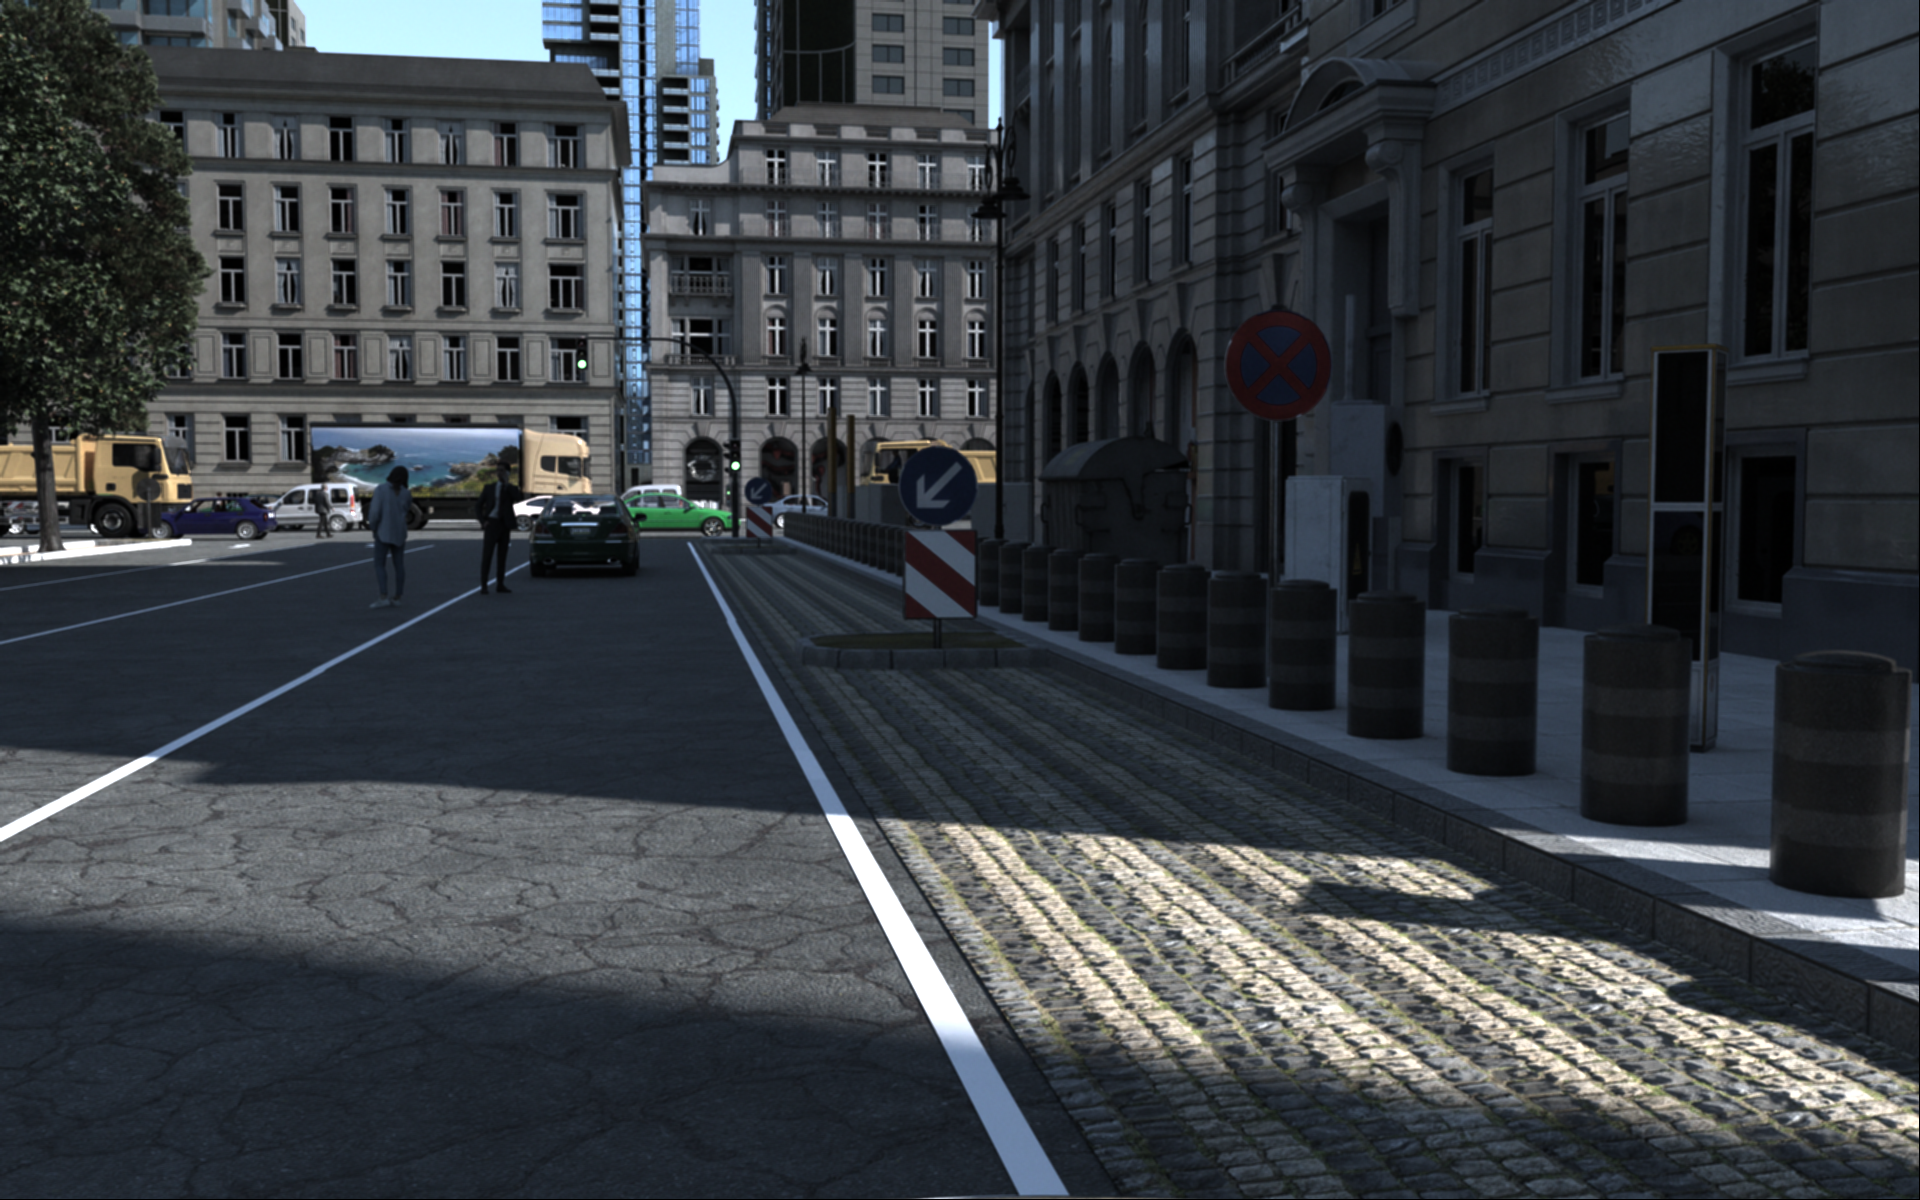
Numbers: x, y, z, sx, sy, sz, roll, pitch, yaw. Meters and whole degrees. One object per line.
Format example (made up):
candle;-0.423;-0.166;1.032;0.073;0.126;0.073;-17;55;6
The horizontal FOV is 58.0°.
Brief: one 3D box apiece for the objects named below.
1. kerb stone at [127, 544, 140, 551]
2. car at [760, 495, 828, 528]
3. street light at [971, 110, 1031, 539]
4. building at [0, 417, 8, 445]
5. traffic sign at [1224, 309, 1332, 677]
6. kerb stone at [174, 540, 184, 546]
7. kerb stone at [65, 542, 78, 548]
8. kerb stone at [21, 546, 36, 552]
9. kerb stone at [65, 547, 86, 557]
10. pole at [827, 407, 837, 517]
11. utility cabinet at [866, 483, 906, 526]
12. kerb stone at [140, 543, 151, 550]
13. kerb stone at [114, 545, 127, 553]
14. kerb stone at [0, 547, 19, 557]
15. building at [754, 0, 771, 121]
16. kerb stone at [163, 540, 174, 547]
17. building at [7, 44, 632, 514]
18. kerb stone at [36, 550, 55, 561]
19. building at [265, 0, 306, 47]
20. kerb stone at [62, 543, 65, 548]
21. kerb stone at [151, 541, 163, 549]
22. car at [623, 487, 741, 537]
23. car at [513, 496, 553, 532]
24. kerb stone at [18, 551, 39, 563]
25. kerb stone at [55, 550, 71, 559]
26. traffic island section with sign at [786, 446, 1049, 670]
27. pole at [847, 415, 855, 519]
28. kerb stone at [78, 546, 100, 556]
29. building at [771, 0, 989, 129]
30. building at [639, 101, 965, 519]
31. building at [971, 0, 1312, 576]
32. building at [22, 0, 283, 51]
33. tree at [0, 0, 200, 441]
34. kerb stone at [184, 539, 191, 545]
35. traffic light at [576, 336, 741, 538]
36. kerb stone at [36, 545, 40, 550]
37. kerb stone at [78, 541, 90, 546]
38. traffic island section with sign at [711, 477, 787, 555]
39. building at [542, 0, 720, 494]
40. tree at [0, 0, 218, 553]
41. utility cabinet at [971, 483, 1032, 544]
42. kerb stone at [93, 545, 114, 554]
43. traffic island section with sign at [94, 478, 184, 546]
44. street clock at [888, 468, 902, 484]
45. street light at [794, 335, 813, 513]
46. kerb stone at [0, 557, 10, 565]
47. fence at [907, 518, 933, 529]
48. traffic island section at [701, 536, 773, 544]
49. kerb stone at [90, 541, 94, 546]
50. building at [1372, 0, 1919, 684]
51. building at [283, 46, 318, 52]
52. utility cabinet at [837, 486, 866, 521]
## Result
kerb stone;-20.972;-1.315;43.692;0.120;0.150;1.000;-1;4;-10
car;-6.262;-3.741;73.175;4.499;1.417;2.014;-1;4;-10
street light;0.488;-2.974;21.407;0.468;5.910;1.993;-1;4;-10
building;-59.225;-14.965;86.485;24.055;21.916;13.314;-1;4;-10
traffic sign;2.197;-0.732;12.072;0.768;2.556;0.104;0;4;-7
kerb stone;-21.677;-1.563;47.748;0.120;0.150;1.000;-1;4;-10
kerb stone;-23.393;-1.416;45.349;0.120;0.150;1.000;-1;4;-10
kerb stone;-22.867;-1.218;42.295;0.120;0.150;1.000;-1;4;-10
kerb stone;-20.277;-1.065;39.616;0.120;0.150;1.000;-1;4;-10
pole;-3.022;-2.878;40.903;0.158;3.312;0.155;0;3;0
utility cabinet;-1.487;-1.659;35.809;0.318;1.500;1.173;1;4;23
kerb stone;-21.147;-1.377;44.704;0.120;0.150;1.000;-1;4;-10
kerb stone;-20.802;-1.249;42.667;0.120;0.150;1.000;-1;4;-10
kerb stone;-22.692;-1.167;41.278;0.120;0.150;1.000;-1;4;-10
building;-13.472;-53.607;189.153;22.319;86.520;31.000;-1;4;-10
kerb stone;-21.496;-1.501;46.737;0.120;0.150;1.000;-1;4;-10
building;-32.669;-15.803;91.666;30.059;22.955;16.112;-1;4;-10
kerb stone;-19.927;-0.941;37.589;0.120;0.150;1.000;-1;4;-10
building;-103.908;-49.238;243.291;20.611;71.187;20.563;-1;4;-10
kerb stone;-23.220;-1.354;44.334;0.120;0.150;1.000;-1;4;-10
kerb stone;-21.325;-1.438;45.717;0.120;0.150;1.000;-1;4;-10
car;-9.609;-2.962;57.221;4.718;1.807;1.959;-1;4;-11
car;-15.451;-3.333;66.856;4.827;1.381;2.083;-1;4;-11
kerb stone;-19.754;-0.880;36.576;0.120;0.150;1.000;-1;4;-10
kerb stone;-20.098;-1.001;38.601;0.120;0.150;1.000;-1;4;-10
traffic island section with sign;-0.409;-0.391;15.025;1.989;1.847;2.006;-1;4;-10
pole;-2.813;-3.109;44.669;0.158;3.312;0.155;0;3;0
kerb stone;-20.450;-1.127;40.630;0.120;0.150;1.000;-1;4;-10
building;-9.199;-44.402;164.219;20.563;71.187;20.611;-1;4;-10
building;-5.184;-15.467;94.690;24.055;21.916;13.314;-1;4;-10
building;8.815;-11.896;36.301;13.314;21.916;24.055;-1;4;-10
building;-72.419;-32.562;151.997;23.786;49.044;30.456;-1;4;-10
tree;-20.003;-6.919;32.595;9.611;12.733;9.660;0;3;0
kerb stone;-21.846;-1.619;48.765;0.120;0.150;1.000;-1;4;-10
traffic light;-8.685;-4.631;50.378;4.771;5.953;1.251;-1;4;-10
kerb stone;-23.037;-1.289;43.308;0.120;0.150;1.000;-1;4;-10
kerb stone;-23.574;-1.478;46.360;0.120;0.150;1.000;-1;4;-10
traffic island section with sign;-4.979;-2.016;41.591;1.989;1.847;2.006;-1;4;-10
building;-48.339;-57.518;253.083;31.000;86.520;22.319;-1;4;-10
tree;-22.242;-8.062;41.696;7.806;13.903;7.818;0;3;0
utility cabinet;0.818;-1.561;34.206;1.173;1.500;0.318;1;4;18
kerb stone;-20.616;-1.189;41.644;0.120;0.150;1.000;-1;4;-10
traffic island section with sign;-22.863;-2.466;48.447;2.006;1.907;1.989;-1;4;-10
street clock;-1.734;-2.621;47.425;0.358;2.002;0.471;2;4;35
street light;-4.566;-4.759;50.602;0.468;5.910;1.993;-1;4;-10
kerb stone;-19.583;-0.818;35.563;0.120;0.150;1.000;-1;4;-10
fence;-1.010;-1.693;43.059;0.278;0.683;2.069;2;4;25
traffic island section;-6.597;-1.756;50.992;2.009;0.180;2.903;-1;4;-10
kerb stone;-23.735;-1.537;47.380;0.120;0.150;1.000;-1;4;-10
building;12.261;-13.941;13.847;13.634;28.700;20.117;-1;4;-10
building;-77.225;-34.287;184.294;21.600;48.544;21.300;-1;4;-10
utility cabinet;-2.888;-2.318;46.582;0.318;1.500;1.173;2;4;35
